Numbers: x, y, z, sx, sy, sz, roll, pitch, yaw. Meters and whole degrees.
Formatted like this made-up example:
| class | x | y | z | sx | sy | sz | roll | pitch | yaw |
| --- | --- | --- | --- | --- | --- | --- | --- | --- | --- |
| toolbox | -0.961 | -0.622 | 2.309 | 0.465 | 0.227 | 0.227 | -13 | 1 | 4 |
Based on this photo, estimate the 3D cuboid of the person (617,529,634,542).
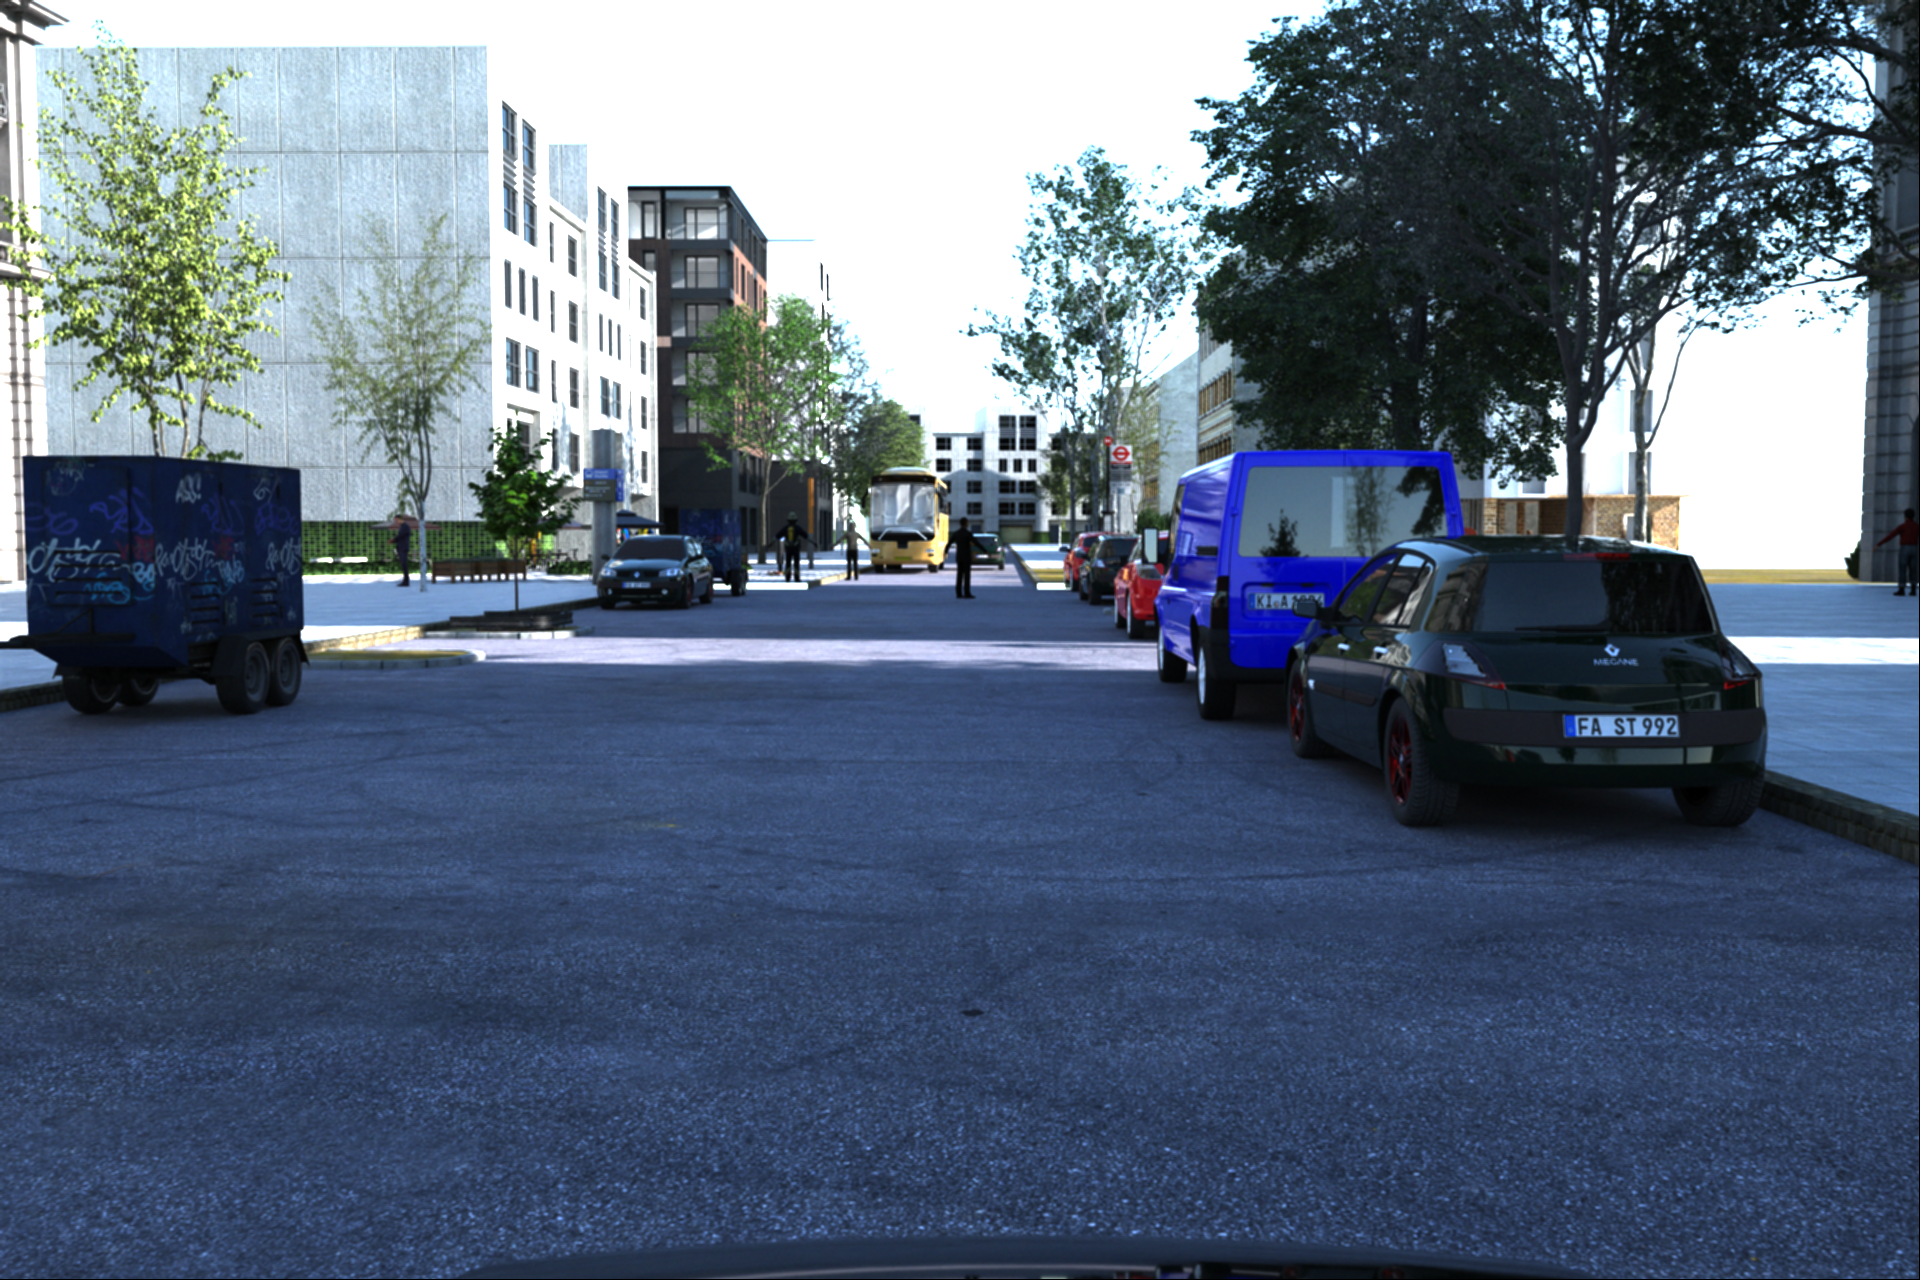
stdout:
| class | x | y | z | sx | sy | sz | roll | pitch | yaw |
| --- | --- | --- | --- | --- | --- | --- | --- | --- | --- |
| person | -15.177 | -4.449 | 79.016 | 1.348 | 1.796 | 0.705 | 3 | 5 | 44 |

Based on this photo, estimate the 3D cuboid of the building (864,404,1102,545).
| class | x | y | z | sx | sy | sz | roll | pitch | yaw |
| --- | --- | --- | --- | --- | --- | --- | --- | --- | --- |
| building | 2.738 | -22.825 | 242.111 | 31.486 | 18.905 | 16.747 | 0 | 4 | -6 |

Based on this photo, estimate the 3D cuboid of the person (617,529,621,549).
| class | x | y | z | sx | sy | sz | roll | pitch | yaw |
| --- | --- | --- | --- | --- | --- | --- | --- | --- | --- |
| person | -16.033 | -4.614 | 81.582 | 0.704 | 1.843 | 1.345 | 2 | 4 | 25 |

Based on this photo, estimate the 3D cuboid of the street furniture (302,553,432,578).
| class | x | y | z | sx | sy | sz | roll | pitch | yaw |
| --- | --- | --- | --- | --- | --- | --- | --- | --- | --- |
| street furniture | -20.948 | -2.244 | 52.322 | 5.734 | 0.657 | 10.072 | 3 | 5 | 42 |

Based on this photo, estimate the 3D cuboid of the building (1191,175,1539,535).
| class | x | y | z | sx | sy | sz | roll | pitch | yaw |
| --- | --- | --- | --- | --- | --- | --- | --- | --- | --- |
| building | 24.600 | -16.718 | 104.273 | 19.493 | 23.208 | 18.063 | 0 | 4 | 2 |

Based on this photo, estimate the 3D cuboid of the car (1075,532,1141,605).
| class | x | y | z | sx | sy | sz | roll | pitch | yaw |
| --- | --- | --- | --- | --- | --- | --- | --- | --- | --- |
| car | 3.450 | -1.625 | 36.361 | 2.009 | 1.686 | 4.222 | 0 | 4 | 0 |

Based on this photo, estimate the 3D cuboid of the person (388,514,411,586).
| class | x | y | z | sx | sy | sz | roll | pitch | yaw |
| --- | --- | --- | --- | --- | --- | --- | --- | --- | --- |
| person | -13.761 | -2.203 | 42.505 | 0.568 | 1.767 | 0.683 | -3 | 4 | -38 |

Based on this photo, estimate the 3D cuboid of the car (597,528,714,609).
| class | x | y | z | sx | sy | sz | roll | pitch | yaw |
| --- | --- | --- | --- | --- | --- | --- | --- | --- | --- |
| car | -5.996 | -1.502 | 34.347 | 2.009 | 1.686 | 4.222 | 0 | 4 | 1 |

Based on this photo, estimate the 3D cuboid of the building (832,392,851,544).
| class | x | y | z | sx | sy | sz | roll | pitch | yaw |
| --- | --- | --- | --- | --- | --- | --- | --- | --- | --- |
| building | -23.351 | -21.398 | 216.317 | 16.747 | 18.905 | 31.486 | 0 | 4 | 1 |

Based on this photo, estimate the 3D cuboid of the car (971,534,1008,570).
| class | x | y | z | sx | sy | sz | roll | pitch | yaw |
| --- | --- | --- | --- | --- | --- | --- | --- | --- | --- |
| car | 0.965 | -3.711 | 70.457 | 2.009 | 1.686 | 4.222 | 0 | 4 | 2 |

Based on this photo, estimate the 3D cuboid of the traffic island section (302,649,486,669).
| class | x | y | z | sx | sy | sz | roll | pitch | yaw |
| --- | --- | --- | --- | --- | --- | --- | --- | --- | --- |
| traffic island section | -6.428 | 0.216 | 19.342 | 1.991 | 0.108 | 1.994 | 0 | 4 | 1 |

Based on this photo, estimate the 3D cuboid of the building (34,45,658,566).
| class | x | y | z | sx | sy | sz | roll | pitch | yaw |
| --- | --- | --- | --- | --- | --- | --- | --- | --- | --- |
| building | -25.168 | -12.994 | 78.910 | 16.747 | 18.905 | 31.486 | 0 | 4 | 1 |

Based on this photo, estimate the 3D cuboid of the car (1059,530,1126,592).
| class | x | y | z | sx | sy | sz | roll | pitch | yaw |
| --- | --- | --- | --- | --- | --- | --- | --- | --- | --- |
| car | 3.648 | -2.172 | 44.557 | 2.155 | 1.783 | 4.494 | 0 | 3 | 0 |

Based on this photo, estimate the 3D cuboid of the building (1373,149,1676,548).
| class | x | y | z | sx | sy | sz | roll | pitch | yaw |
| --- | --- | --- | --- | --- | --- | --- | --- | --- | --- |
| building | 27.293 | -14.394 | 91.764 | 16.016 | 20.090 | 11.380 | 0 | 4 | 1 |

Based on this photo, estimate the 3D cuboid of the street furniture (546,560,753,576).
| class | x | y | z | sx | sy | sz | roll | pitch | yaw |
| --- | --- | --- | --- | --- | --- | --- | --- | --- | --- |
| street furniture | -9.833 | -2.470 | 56.013 | 5.734 | 0.657 | 10.072 | 0 | 4 | 6 |

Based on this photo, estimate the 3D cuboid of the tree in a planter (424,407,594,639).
| class | x | y | z | sx | sy | sz | roll | pitch | yaw |
| --- | --- | --- | --- | --- | --- | --- | --- | --- | --- |
| tree in a planter | -6.309 | -1.671 | 24.547 | 1.991 | 3.239 | 1.994 | 0 | 4 | 2 |

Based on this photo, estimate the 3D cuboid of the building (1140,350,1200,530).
| class | x | y | z | sx | sy | sz | roll | pitch | yaw |
| --- | --- | --- | --- | --- | --- | --- | --- | --- | --- |
| building | 28.959 | -21.283 | 178.907 | 19.493 | 23.208 | 18.063 | 0 | 4 | 1 |

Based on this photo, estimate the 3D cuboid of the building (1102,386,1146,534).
| class | x | y | z | sx | sy | sz | roll | pitch | yaw |
| --- | --- | --- | --- | --- | --- | --- | --- | --- | --- |
| building | 27.063 | -21.317 | 214.985 | 16.747 | 18.905 | 31.486 | 0 | 4 | 1 |

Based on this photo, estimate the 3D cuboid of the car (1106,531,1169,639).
| class | x | y | z | sx | sy | sz | roll | pitch | yaw |
| --- | --- | --- | --- | --- | --- | --- | --- | --- | --- |
| car | 3.225 | -0.984 | 25.123 | 2.155 | 1.783 | 4.494 | 0 | 4 | 2 |

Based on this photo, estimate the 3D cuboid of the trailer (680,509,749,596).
| class | x | y | z | sx | sy | sz | roll | pitch | yaw |
| --- | --- | --- | --- | --- | --- | --- | --- | --- | --- |
| trailer | -5.768 | -1.984 | 39.494 | 1.471 | 1.999 | 3.904 | 0 | 4 | 2 |

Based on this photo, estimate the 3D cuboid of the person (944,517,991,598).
| class | x | y | z | sx | sy | sz | roll | pitch | yaw |
| --- | --- | --- | --- | --- | --- | --- | --- | --- | --- |
| person | 0.106 | -1.834 | 38.673 | 1.346 | 1.802 | 0.704 | 3 | 5 | 41 |

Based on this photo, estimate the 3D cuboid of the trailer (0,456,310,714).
| class | x | y | z | sx | sy | sz | roll | pitch | yaw |
| --- | --- | --- | --- | --- | --- | --- | --- | --- | --- |
| trailer | -6.330 | -0.387 | 13.382 | 1.471 | 1.999 | 3.904 | 0 | 4 | 1 |

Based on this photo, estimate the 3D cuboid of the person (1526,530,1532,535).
| class | x | y | z | sx | sy | sz | roll | pitch | yaw |
| --- | --- | --- | --- | --- | --- | --- | --- | --- | --- |
| person | 21.351 | -3.427 | 65.291 | 0.991 | 1.433 | 0.599 | -3 | 5 | -39 |

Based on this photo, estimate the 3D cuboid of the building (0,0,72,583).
| class | x | y | z | sx | sy | sz | roll | pitch | yaw |
| --- | --- | --- | --- | --- | --- | --- | --- | --- | --- |
| building | -29.638 | -11.738 | 32.570 | 13.314 | 22.015 | 24.055 | 0 | 4 | 2 |

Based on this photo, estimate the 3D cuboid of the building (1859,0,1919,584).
| class | x | y | z | sx | sy | sz | roll | pitch | yaw |
| --- | --- | --- | --- | --- | --- | --- | --- | --- | --- |
| building | 27.709 | -11.604 | 30.377 | 13.314 | 22.015 | 24.055 | 0 | 4 | 2 |

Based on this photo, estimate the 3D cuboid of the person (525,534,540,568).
| class | x | y | z | sx | sy | sz | roll | pitch | yaw |
| --- | --- | --- | --- | --- | --- | --- | --- | --- | --- |
| person | -16.129 | -3.637 | 65.241 | 0.705 | 1.858 | 1.354 | 0 | 4 | -3 |

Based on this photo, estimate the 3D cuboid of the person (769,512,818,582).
| class | x | y | z | sx | sy | sz | roll | pitch | yaw |
| --- | --- | --- | --- | --- | --- | --- | --- | --- | --- |
| person | -4.462 | -2.473 | 46.213 | 1.354 | 1.856 | 0.705 | 0 | 4 | 6 |

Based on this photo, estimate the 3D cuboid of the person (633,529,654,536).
| class | x | y | z | sx | sy | sz | roll | pitch | yaw |
| --- | --- | --- | --- | --- | --- | --- | --- | --- | --- |
| person | -11.376 | -3.443 | 62.257 | 1.349 | 1.833 | 0.705 | 2 | 4 | 27 |

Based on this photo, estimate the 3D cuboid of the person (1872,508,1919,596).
| class | x | y | z | sx | sy | sz | roll | pitch | yaw |
| --- | --- | --- | --- | --- | --- | --- | --- | --- | --- |
| person | 19.708 | -1.830 | 36.030 | 1.345 | 1.816 | 0.704 | 0 | 4 | 2 |

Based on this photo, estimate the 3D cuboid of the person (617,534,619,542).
| class | x | y | z | sx | sy | sz | roll | pitch | yaw |
| --- | --- | --- | --- | --- | --- | --- | --- | --- | --- |
| person | -15.638 | -4.360 | 77.466 | 1.347 | 1.806 | 0.705 | 3 | 5 | 40 |

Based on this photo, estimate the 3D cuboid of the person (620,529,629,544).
| class | x | y | z | sx | sy | sz | roll | pitch | yaw |
| --- | --- | --- | --- | --- | --- | --- | --- | --- | --- |
| person | -12.708 | -3.649 | 65.796 | 0.704 | 1.817 | 1.347 | -1 | 4 | -10 |

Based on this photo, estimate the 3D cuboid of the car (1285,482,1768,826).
| class | x | y | z | sx | sy | sz | roll | pitch | yaw |
| --- | --- | --- | --- | --- | --- | --- | --- | --- | --- |
| car | 3.002 | -0.006 | 9.886 | 2.009 | 1.686 | 4.222 | 0 | 3 | 0 |

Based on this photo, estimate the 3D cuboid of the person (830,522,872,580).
| class | x | y | z | sx | sy | sz | roll | pitch | yaw |
| --- | --- | --- | --- | --- | --- | --- | --- | --- | --- |
| person | -3.360 | -2.768 | 53.842 | 1.348 | 1.813 | 0.705 | -1 | 4 | -21 |

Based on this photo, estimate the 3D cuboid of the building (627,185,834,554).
| class | x | y | z | sx | sy | sz | roll | pitch | yaw |
| --- | --- | --- | --- | --- | --- | --- | --- | --- | --- |
| building | -23.845 | -16.772 | 118.190 | 27.936 | 21.610 | 32.646 | 0 | 4 | 0 |
